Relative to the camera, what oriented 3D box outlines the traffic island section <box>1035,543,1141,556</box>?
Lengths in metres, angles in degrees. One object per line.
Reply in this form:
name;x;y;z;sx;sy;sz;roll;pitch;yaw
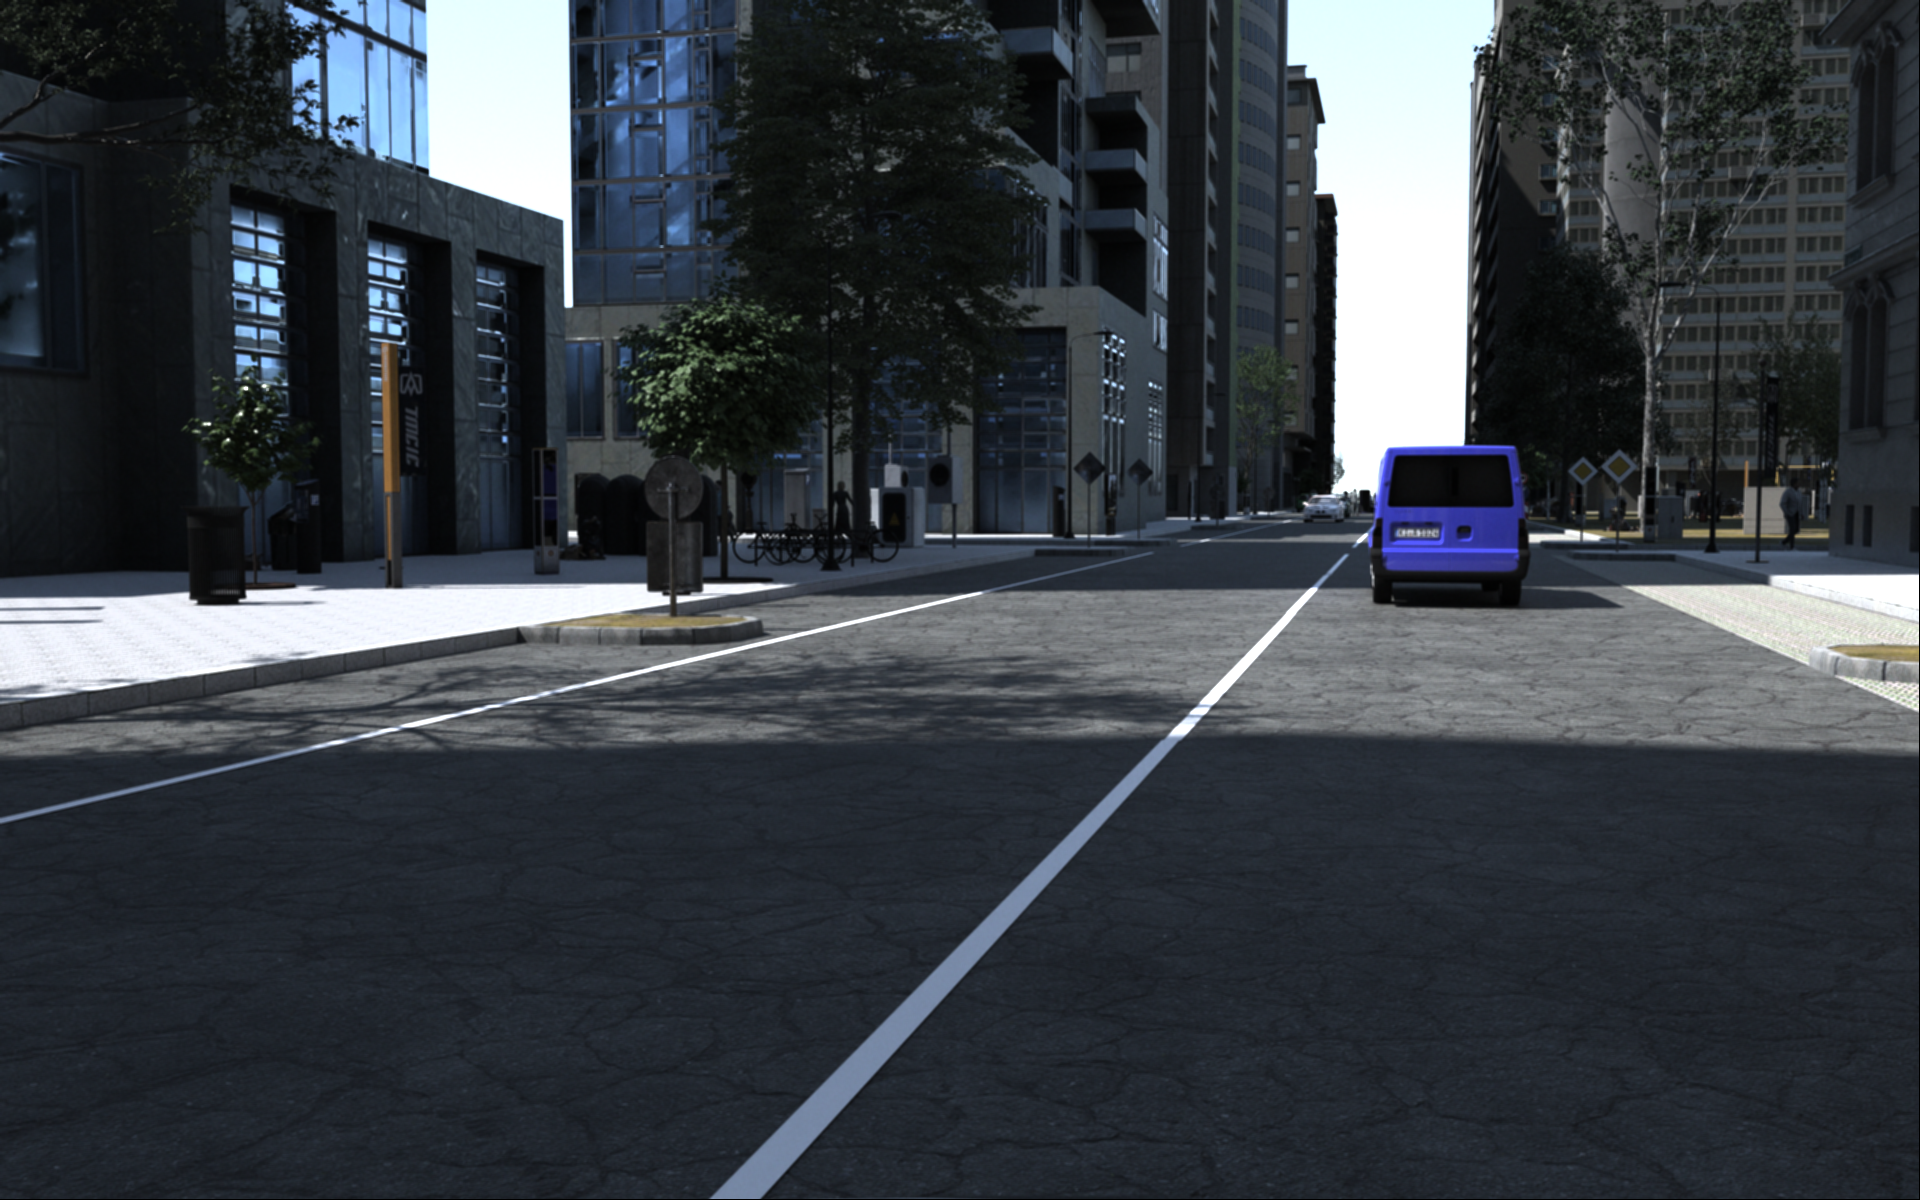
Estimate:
traffic island section;3.054;-1.163;41.302;2.009;0.180;2.903;1;4;14

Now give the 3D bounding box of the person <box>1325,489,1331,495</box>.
person;26.728;-7.177;125.857;1.348;1.822;0.705;-1;4;-15

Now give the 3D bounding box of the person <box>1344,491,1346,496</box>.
person;41.967;-11.022;188.792;0.705;1.814;1.350;0;4;2

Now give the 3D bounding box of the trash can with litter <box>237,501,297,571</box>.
trash can with litter;-11.589;-1.082;29.080;1.055;1.170;0.624;-1;4;-18

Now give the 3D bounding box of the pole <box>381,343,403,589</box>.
pole;-7.700;-1.812;23.466;0.158;3.312;0.155;0;3;0

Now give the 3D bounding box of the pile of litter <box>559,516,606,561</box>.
pile of litter;-7.506;-1.230;34.079;1.176;0.858;1.719;0;4;2

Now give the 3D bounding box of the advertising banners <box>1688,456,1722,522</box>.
advertising banners;34.175;-5.096;79.509;0.090;3.025;2.074;-1;4;-21

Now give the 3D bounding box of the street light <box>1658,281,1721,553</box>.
street light;15.943;-3.996;37.879;1.470;5.913;1.316;1;4;14

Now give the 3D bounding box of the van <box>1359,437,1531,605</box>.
van;6.704;-1.208;24.133;2.240;2.365;5.245;1;4;13

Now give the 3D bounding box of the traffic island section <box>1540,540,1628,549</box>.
traffic island section;16.557;-1.456;46.090;2.009;0.180;2.903;1;4;14

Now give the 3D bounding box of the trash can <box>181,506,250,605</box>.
trash can;-8.660;-0.522;20.184;0.748;1.137;0.748;0;3;0

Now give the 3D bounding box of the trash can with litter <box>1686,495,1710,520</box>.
trash can with litter;40.912;-5.283;97.433;2.233;1.210;1.678;-2;4;-31

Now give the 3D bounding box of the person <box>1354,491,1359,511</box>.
person;34.392;-8.690;150.586;0.705;1.823;1.348;0;4;-6

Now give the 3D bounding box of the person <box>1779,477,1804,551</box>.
person;20.392;-2.092;42.557;0.661;1.843;0.795;-1;4;-21

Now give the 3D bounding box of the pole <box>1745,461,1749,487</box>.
pole;48.130;-6.860;106.006;0.158;3.312;0.155;0;3;0

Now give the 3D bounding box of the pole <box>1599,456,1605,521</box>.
pole;30.493;-5.408;82.269;0.158;3.312;0.155;0;3;0

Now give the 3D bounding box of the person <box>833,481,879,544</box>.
person;-2.984;-2.462;48.970;1.509;1.804;0.699;1;4;20

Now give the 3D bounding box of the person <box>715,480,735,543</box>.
person;-6.647;-2.468;48.864;0.620;1.820;0.660;-2;4;-33

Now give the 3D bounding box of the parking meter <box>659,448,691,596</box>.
parking meter;-3.623;-0.993;21.939;0.399;1.863;0.255;0;4;-5

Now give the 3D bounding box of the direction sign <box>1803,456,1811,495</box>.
direction sign;49.856;-6.729;102.017;0.876;3.537;0.379;-3;5;-39

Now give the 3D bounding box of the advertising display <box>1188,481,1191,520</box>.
advertising display;11.496;-4.990;86.793;0.123;1.923;0.974;0;4;5

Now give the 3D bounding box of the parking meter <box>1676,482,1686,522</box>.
parking meter;33.550;-4.585;80.673;0.399;1.863;0.255;-1;4;-13

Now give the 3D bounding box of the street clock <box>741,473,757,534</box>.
street clock;-6.716;-3.094;55.158;0.471;2.002;0.358;1;4;19

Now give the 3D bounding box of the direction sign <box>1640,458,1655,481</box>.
direction sign;41.907;-6.949;105.620;0.876;3.537;0.379;2;4;31

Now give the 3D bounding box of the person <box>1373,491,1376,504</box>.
person;59.350;-14.644;248.026;0.705;1.812;1.348;1;4;18

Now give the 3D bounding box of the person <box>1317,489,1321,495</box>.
person;28.454;-7.847;136.939;0.705;1.807;1.348;2;4;33

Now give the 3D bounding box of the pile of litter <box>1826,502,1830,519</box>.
pile of litter;45.591;-4.683;90.527;1.719;0.858;1.176;-1;4;-22

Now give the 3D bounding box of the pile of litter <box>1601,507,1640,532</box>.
pile of litter;22.882;-2.803;59.787;1.176;0.858;1.719;0;4;-2

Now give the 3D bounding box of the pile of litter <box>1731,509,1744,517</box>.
pile of litter;43.741;-5.019;96.031;1.176;0.858;1.719;-3;5;-43

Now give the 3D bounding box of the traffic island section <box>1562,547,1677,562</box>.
traffic island section;14.573;-0.983;38.354;2.009;0.180;2.903;1;4;14

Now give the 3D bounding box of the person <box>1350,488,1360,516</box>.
person;26.162;-6.494;114.775;0.635;1.810;0.391;3;4;36

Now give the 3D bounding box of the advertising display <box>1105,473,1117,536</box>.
advertising display;4.642;-2.944;53.353;0.123;1.923;0.974;1;4;20

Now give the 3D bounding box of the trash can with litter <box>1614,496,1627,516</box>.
trash can with litter;40.192;-5.795;106.138;1.055;1.170;0.624;-2;4;-30

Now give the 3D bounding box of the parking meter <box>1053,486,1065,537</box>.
parking meter;2.963;-2.655;51.820;0.372;1.533;0.369;0;3;0

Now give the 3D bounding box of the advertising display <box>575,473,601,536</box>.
advertising display;-11.440;-2.943;53.330;0.123;1.923;0.974;3;4;37

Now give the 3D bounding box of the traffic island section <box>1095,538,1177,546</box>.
traffic island section;5.038;-1.636;49.037;2.009;0.180;2.903;1;4;14

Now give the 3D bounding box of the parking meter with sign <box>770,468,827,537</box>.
parking meter with sign;-4.840;-3.381;51.542;1.738;3.016;0.543;1;4;14

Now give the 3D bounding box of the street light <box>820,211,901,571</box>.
street light;-1.643;-3.436;28.714;1.470;5.913;1.316;1;4;14

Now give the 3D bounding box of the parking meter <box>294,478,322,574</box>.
parking meter;-10.520;-1.195;27.954;0.372;1.533;0.369;0;3;0

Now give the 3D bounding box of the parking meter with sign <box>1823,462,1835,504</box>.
parking meter with sign;47.476;-5.970;93.871;1.738;3.016;0.543;-2;4;-24

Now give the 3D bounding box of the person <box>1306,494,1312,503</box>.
person;25.652;-7.070;127.315;0.599;1.433;0.991;2;4;35
